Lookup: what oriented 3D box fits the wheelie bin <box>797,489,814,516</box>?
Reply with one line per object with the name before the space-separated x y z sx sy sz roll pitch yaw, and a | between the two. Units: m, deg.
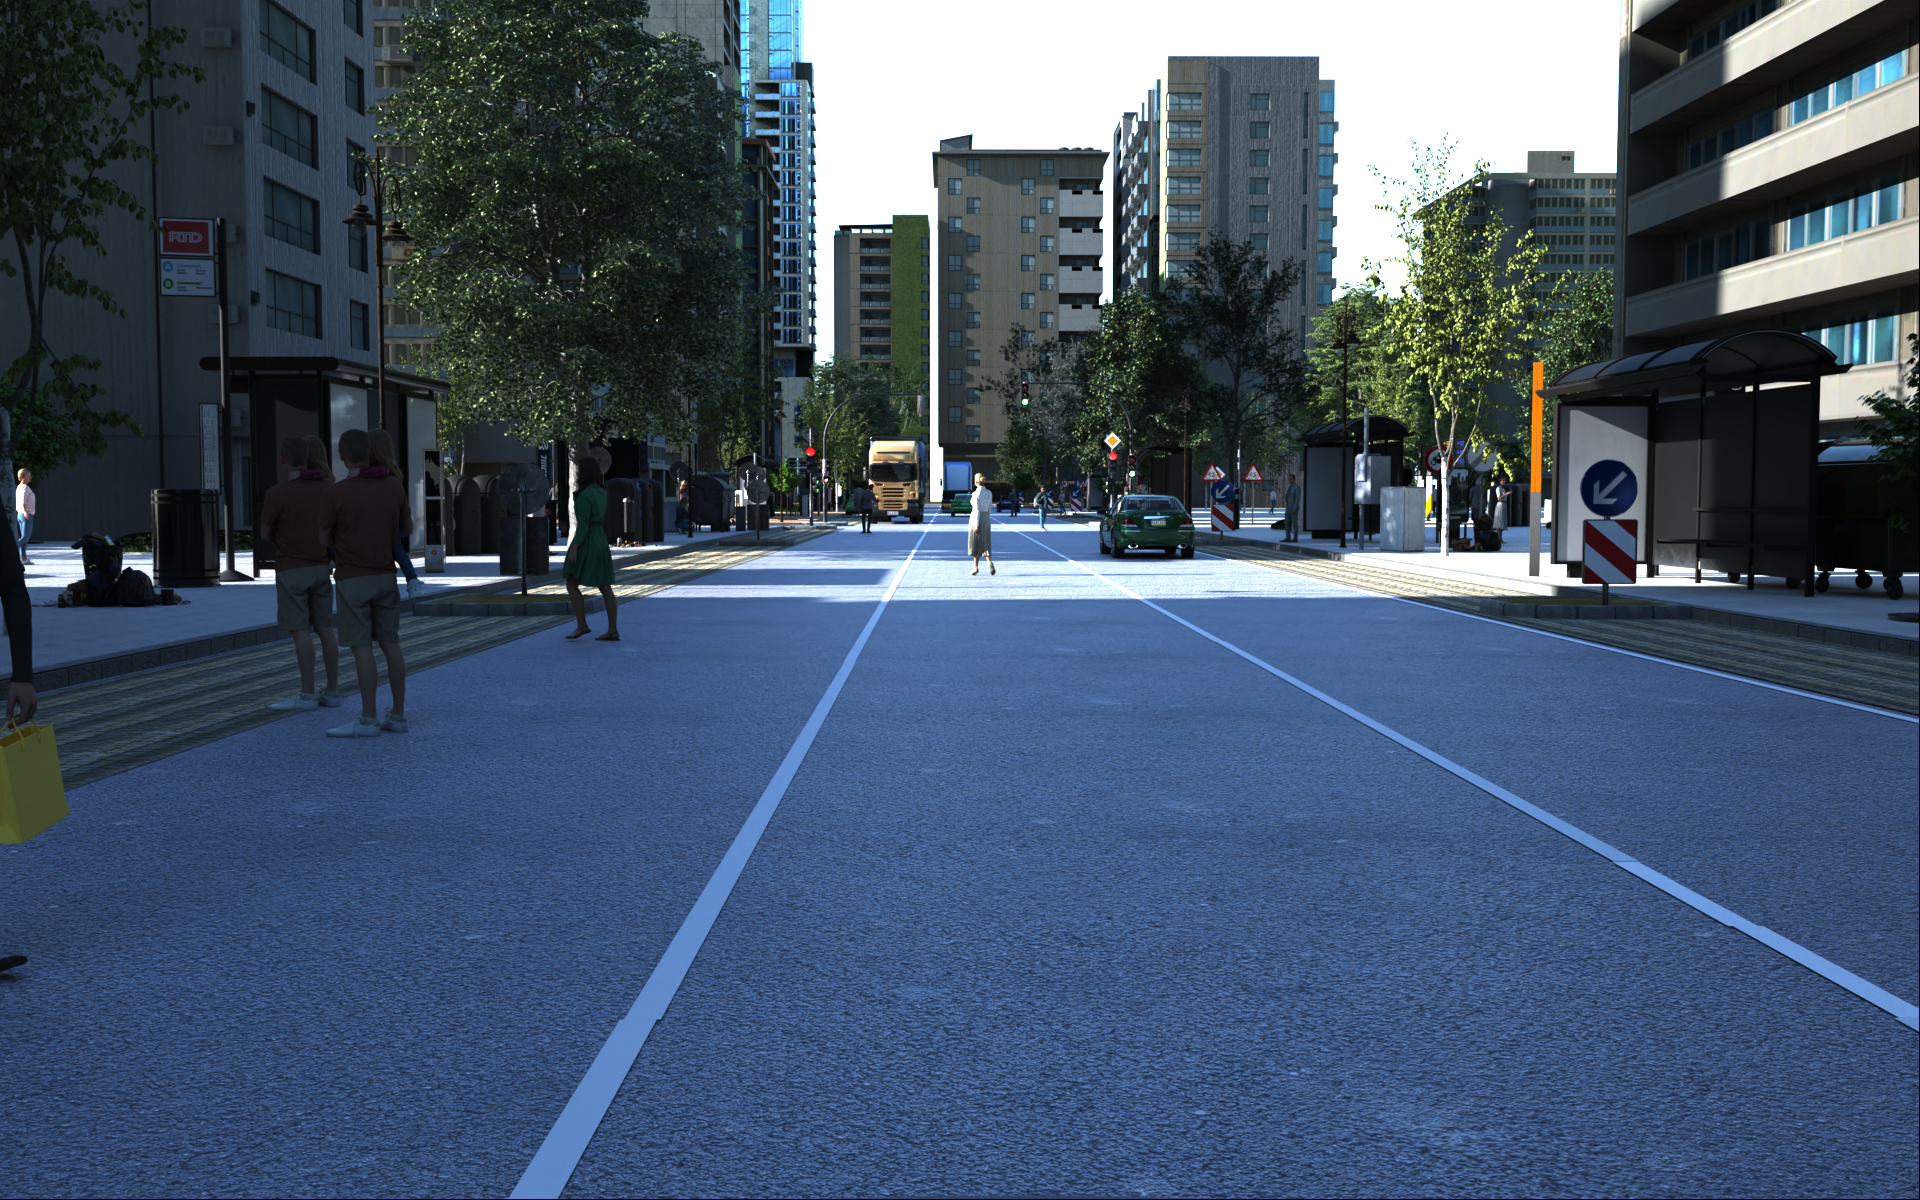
wheelie bin | -8.972 -5.646 100.224 0.980 1.594 0.693 -2 4 -30

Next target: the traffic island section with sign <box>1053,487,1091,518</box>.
traffic island section with sign | 6.752 -5.793 103.338 1.989 1.847 2.006 0 4 0

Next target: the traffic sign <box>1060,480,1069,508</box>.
traffic sign | 9.271 -9.398 153.766 0.768 2.556 0.104 0 4 8

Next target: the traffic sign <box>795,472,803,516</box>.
traffic sign | -9.463 -6.087 99.532 0.884 2.594 0.081 0 4 4

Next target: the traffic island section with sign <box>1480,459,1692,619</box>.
traffic island section with sign | 7.330 -0.734 20.633 1.989 1.847 2.006 0 4 0

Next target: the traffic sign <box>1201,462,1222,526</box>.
traffic sign | 10.178 -4.287 70.102 0.884 2.594 0.081 0 4 1

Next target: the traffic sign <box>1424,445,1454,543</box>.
traffic sign | 12.507 -2.765 45.309 0.768 2.556 0.104 0 4 6

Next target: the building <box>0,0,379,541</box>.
building | -26.183 -17.208 53.053 14.107 30.474 14.160 0 4 0

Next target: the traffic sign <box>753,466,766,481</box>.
traffic sign | -9.249 -4.837 79.188 0.768 2.556 0.104 1 4 8

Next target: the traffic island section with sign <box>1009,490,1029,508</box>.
traffic island section with sign | 6.216 -10.502 180.331 1.989 1.847 2.006 0 4 0

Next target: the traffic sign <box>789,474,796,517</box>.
traffic sign | -9.432 -5.878 96.203 0.768 2.556 0.104 0 4 5

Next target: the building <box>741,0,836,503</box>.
building | -34.371 -57.775 257.293 31.000 86.520 22.319 0 4 0

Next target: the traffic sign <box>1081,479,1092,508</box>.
traffic sign | 9.815 -8.198 134.036 0.884 2.594 0.081 0 4 0

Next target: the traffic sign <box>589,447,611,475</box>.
traffic sign | -9.771 -2.849 46.679 0.768 2.556 0.104 1 4 9

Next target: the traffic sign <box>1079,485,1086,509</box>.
traffic sign | 10.735 -9.211 150.601 0.884 2.594 0.081 0 4 8

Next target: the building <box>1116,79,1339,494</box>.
building | 30.890 -35.679 202.963 23.786 49.044 30.456 0 4 0

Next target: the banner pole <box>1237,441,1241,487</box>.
banner pole | 13.120 -5.596 81.507 0.401 3.779 0.863 0 3 0

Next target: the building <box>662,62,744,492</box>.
building | -27.965 -29.166 160.459 14.154 41.232 14.086 0 4 0

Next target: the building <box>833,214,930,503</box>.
building | -11.395 -34.945 254.941 14.086 41.232 14.154 0 4 0

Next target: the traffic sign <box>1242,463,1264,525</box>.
traffic sign | 12.031 -4.353 71.180 0.884 2.594 0.081 0 4 0

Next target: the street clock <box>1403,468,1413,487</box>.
street clock | 12.544 -2.710 48.883 0.358 2.002 0.471 3 5 45

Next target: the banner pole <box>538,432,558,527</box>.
banner pole | -16.064 -4.742 67.548 0.863 3.779 0.401 0 4 -2

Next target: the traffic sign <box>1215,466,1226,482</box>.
traffic sign | 12.119 -5.005 81.567 0.795 2.593 0.064 0 4 6

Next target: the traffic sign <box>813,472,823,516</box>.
traffic sign | -8.327 -6.234 102.025 0.768 2.556 0.104 0 4 2

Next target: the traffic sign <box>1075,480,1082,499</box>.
traffic sign | 10.454 -9.313 152.376 0.768 2.556 0.104 0 4 3

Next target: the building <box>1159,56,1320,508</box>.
building | 25.862 -29.480 165.597 14.154 41.232 14.086 0 4 0

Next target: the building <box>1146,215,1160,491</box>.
building | 26.322 -25.030 180.935 14.160 30.474 14.107 0 4 0

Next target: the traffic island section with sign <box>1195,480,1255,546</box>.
traffic island section with sign | 7.132 -2.444 48.591 1.989 1.847 2.006 0 4 0

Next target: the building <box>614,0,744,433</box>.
building | -30.891 -45.208 177.404 20.563 71.187 20.611 0 4 0

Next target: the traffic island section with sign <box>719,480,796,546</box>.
traffic island section with sign | -5.577 -2.412 48.072 1.989 1.847 2.006 0 4 0

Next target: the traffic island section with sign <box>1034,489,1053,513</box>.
traffic island section with sign | 6.557 -7.441 130.293 1.989 1.847 2.006 0 4 0

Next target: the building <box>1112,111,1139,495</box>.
building | 37.559 -43.777 257.756 28.212 58.520 21.231 0 4 0

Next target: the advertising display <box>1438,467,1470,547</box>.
advertising display | 11.978 -2.252 42.028 0.974 1.923 0.123 -2 4 -32

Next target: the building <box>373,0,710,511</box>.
building | -35.937 -26.943 132.398 32.217 40.220 23.993 0 4 0

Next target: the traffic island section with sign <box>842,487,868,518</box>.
traffic island section with sign | -5.965 -5.778 103.098 1.989 1.847 2.006 0 4 0

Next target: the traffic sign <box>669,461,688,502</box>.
traffic sign | -10.825 -4.076 66.756 0.768 2.556 0.104 0 4 2

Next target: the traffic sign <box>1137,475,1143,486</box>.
traffic sign | 11.443 -6.850 112.104 0.768 2.556 0.104 0 4 1

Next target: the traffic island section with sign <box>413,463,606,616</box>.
traffic island section with sign | -5.395 -0.764 21.117 1.989 1.847 2.006 0 4 0

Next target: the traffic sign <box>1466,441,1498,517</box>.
traffic sign | 12.367 -2.507 41.102 0.768 2.556 0.104 0 4 0

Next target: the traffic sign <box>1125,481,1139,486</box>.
traffic sign | 10.650 -6.574 107.487 0.884 2.594 0.081 0 4 0

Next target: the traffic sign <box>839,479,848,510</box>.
traffic sign | -9.543 -8.693 142.240 0.768 2.556 0.104 0 4 7

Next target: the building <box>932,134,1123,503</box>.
building | 9.679 -41.130 261.707 27.495 52.752 28.713 0 4 0

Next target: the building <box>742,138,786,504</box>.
building | -35.030 -33.778 206.890 28.867 44.769 22.147 0 4 0

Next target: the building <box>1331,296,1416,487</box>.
building | 58.740 -29.605 255.746 14.107 30.474 14.160 0 4 0

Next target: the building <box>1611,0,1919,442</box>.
building | 30.666 -25.548 41.410 21.300 48.544 21.600 0 4 0

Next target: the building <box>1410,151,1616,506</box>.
building | 67.147 -31.208 202.130 23.993 40.220 32.217 0 4 0

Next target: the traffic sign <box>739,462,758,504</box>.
traffic sign | -8.435 -4.219 69.081 0.768 2.556 0.104 0 4 5

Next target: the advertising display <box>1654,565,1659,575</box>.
advertising display | 11.122 -1.377 27.724 0.123 1.923 0.974 1 4 15
